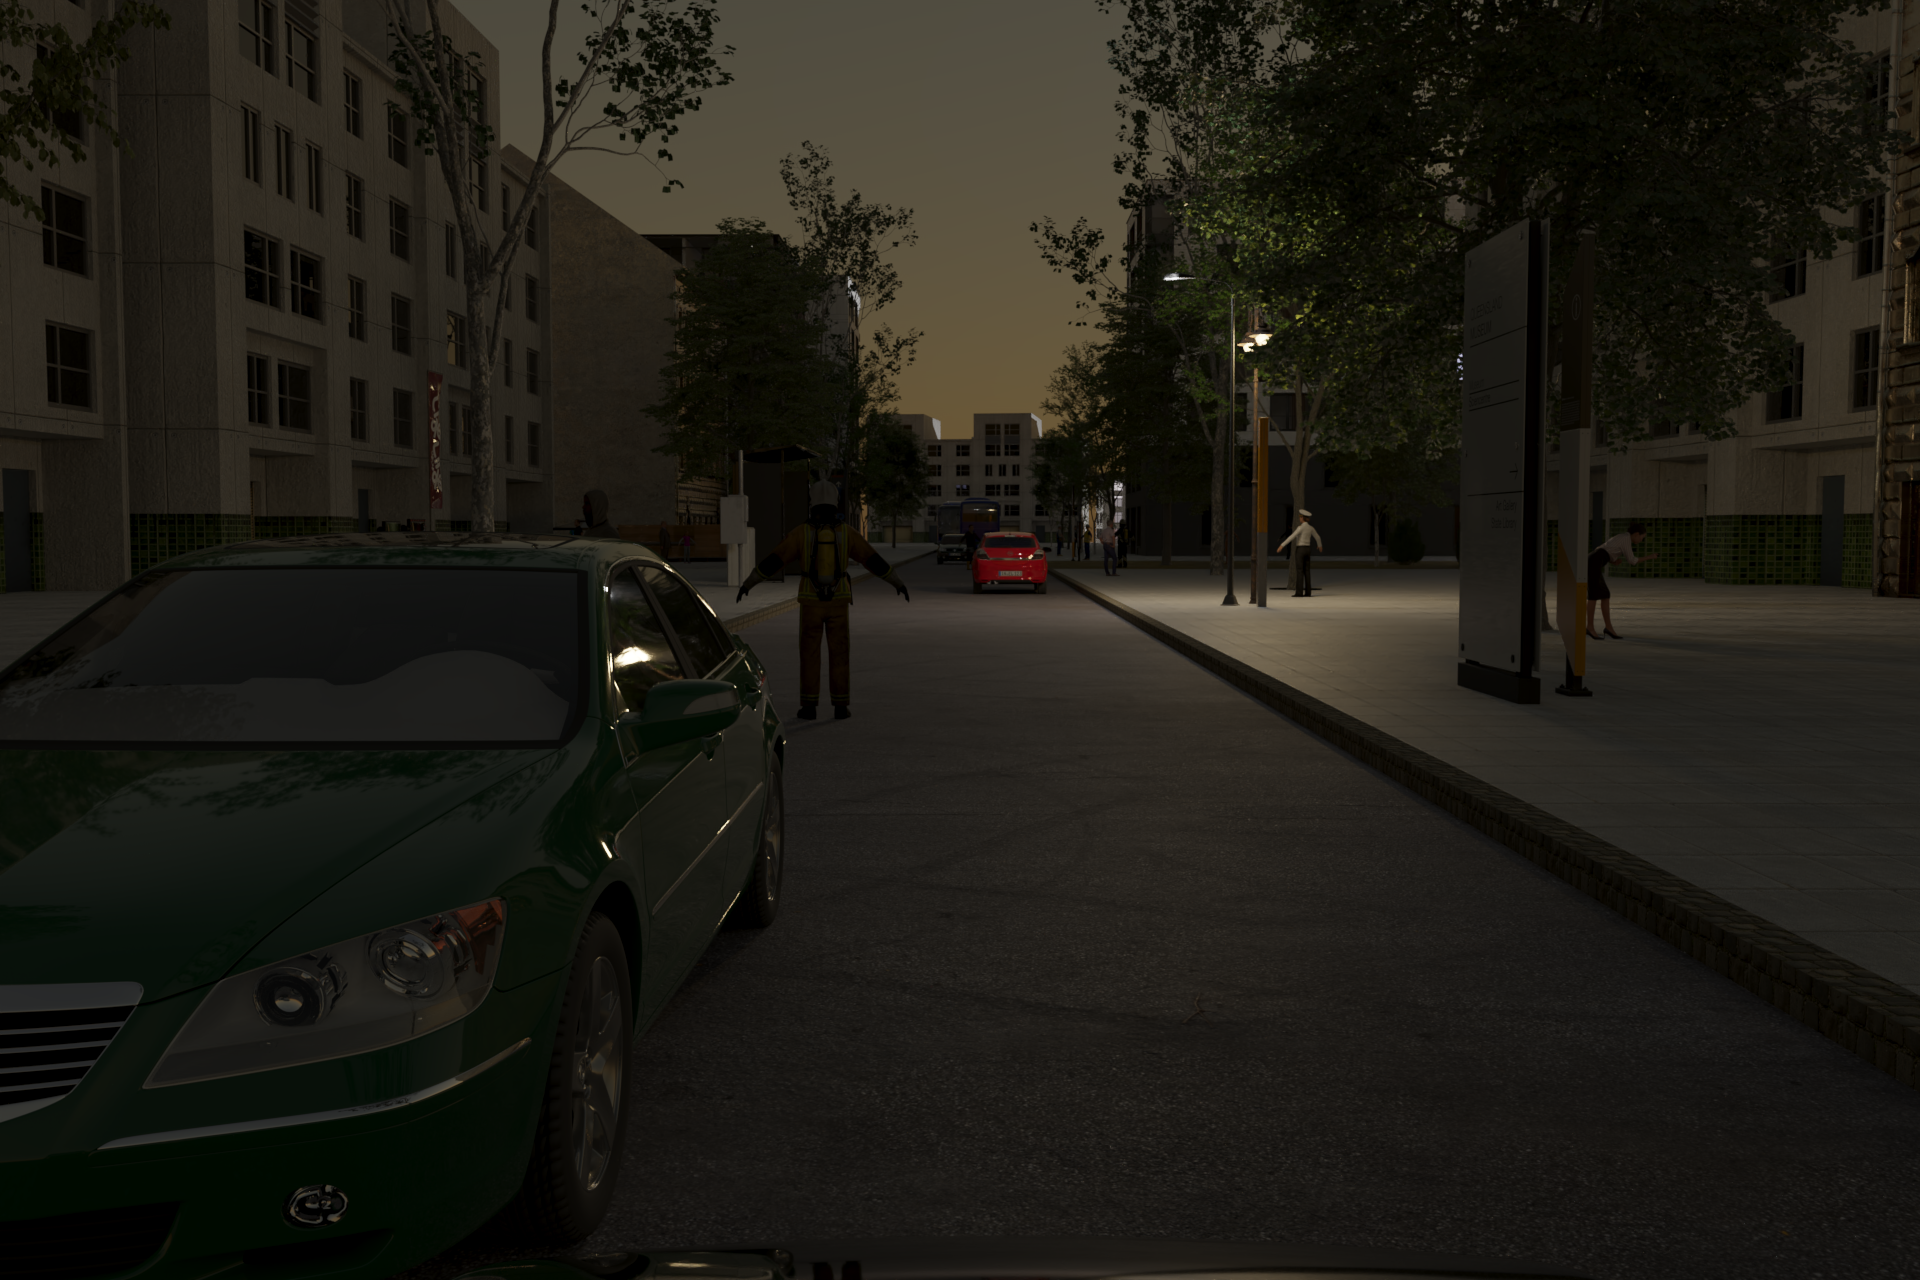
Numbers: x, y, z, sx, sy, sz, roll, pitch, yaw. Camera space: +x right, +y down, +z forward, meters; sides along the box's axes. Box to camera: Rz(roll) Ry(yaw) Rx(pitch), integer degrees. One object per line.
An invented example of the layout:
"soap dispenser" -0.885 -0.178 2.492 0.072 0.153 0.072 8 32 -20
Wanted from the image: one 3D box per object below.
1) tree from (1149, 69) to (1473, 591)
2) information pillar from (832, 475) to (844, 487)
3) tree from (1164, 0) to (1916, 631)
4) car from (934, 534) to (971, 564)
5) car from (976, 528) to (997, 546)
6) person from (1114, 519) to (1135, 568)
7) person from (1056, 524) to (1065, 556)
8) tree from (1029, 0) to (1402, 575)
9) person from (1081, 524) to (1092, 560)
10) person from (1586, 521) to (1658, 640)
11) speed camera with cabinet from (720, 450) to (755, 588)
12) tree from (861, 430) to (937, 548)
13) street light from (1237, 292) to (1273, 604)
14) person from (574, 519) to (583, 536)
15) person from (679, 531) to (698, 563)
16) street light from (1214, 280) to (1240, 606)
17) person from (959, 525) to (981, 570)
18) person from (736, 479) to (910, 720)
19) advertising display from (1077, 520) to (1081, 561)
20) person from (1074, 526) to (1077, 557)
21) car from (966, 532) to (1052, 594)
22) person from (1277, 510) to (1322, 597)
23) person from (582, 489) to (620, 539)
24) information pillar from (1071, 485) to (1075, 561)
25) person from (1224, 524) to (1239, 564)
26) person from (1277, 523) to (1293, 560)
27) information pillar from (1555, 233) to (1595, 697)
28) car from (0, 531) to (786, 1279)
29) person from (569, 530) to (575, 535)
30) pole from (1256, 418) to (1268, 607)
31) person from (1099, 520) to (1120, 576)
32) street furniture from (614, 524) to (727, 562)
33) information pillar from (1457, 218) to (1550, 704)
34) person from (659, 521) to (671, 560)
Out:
"tree" 7.775 -6.940 39.232 9.928 11.665 9.643 0 3 0
"information pillar" -5.323 -5.330 76.528 0.750 3.857 0.750 0 4 1
"tree" 7.514 -7.115 22.989 9.857 13.997 8.962 0 3 0
"car" -0.214 -4.479 83.020 2.009 1.686 4.222 0 4 1
"car" 1.577 -4.036 75.575 1.945 1.707 3.694 0 4 0
"person" 6.152 -3.671 65.800 1.354 1.856 0.705 -2 4 -31
"person" 5.817 -5.818 100.979 0.705 1.847 1.347 -1 4 -17
"tree" 8.617 -12.170 54.869 12.611 20.169 13.585 0 3 0
"person" 6.198 -4.829 85.410 0.721 1.772 1.216 -2 4 -24
"person" 7.982 -0.725 21.083 0.799 1.438 0.628 -2 4 -31
"speed camera with cabinet" -5.363 -2.899 41.741 0.660 3.252 2.038 0 4 1
"tree" -6.003 -13.515 155.386 8.767 10.594 7.601 1 4 8
"street light" 5.400 -3.603 31.691 0.468 5.910 1.993 0 4 1
"person" -13.412 -3.330 60.669 0.705 1.803 1.348 -2 4 -33
"person" -11.915 -4.068 75.782 0.991 1.433 0.599 -3 5 -44
"street light" 5.392 -3.569 30.899 1.470 5.913 1.316 0 4 1
"person" 0.460 -3.707 69.200 1.346 1.812 0.704 -2 4 -35
"person" -1.055 -0.320 13.452 1.354 1.858 0.705 -1 4 -8
"advertising display" 5.621 -4.684 81.790 0.123 1.923 0.974 0 4 0
"person" 6.511 -5.548 97.425 0.721 1.740 1.216 1 4 8
"car" 1.209 -2.061 42.739 2.155 1.783 4.494 0 4 1
"person" 6.931 -1.759 35.219 1.216 1.778 0.721 -2 4 -34
"person" -3.129 -0.383 14.845 0.705 1.813 1.348 -2 4 -35
"information pillar" 5.399 -5.584 82.654 0.183 3.616 0.504 0 4 -1
"person" 11.337 -4.067 73.298 1.217 1.733 0.721 -2 4 -27
"person" 16.667 -4.985 87.443 1.347 1.837 0.705 -1 4 -17
"information pillar" 4.897 -1.372 13.790 0.183 3.616 0.504 0 4 1
"car" -1.608 0.414 5.028 2.131 1.459 4.920 0 4 1
"person" -20.506 -5.218 91.445 0.704 1.817 1.347 1 4 11
"pole" 5.314 -2.238 30.426 0.158 3.312 0.155 0 3 0
"person" 4.594 -2.811 52.941 0.436 1.711 0.756 -1 4 -23
"street furniture" -12.352 -4.657 82.988 9.812 1.723 11.010 -1 4 -16
"information pillar" 4.296 -1.373 13.760 0.184 3.620 1.656 0 4 0
"person" -10.686 -3.442 62.876 0.434 1.755 0.990 1 4 10
